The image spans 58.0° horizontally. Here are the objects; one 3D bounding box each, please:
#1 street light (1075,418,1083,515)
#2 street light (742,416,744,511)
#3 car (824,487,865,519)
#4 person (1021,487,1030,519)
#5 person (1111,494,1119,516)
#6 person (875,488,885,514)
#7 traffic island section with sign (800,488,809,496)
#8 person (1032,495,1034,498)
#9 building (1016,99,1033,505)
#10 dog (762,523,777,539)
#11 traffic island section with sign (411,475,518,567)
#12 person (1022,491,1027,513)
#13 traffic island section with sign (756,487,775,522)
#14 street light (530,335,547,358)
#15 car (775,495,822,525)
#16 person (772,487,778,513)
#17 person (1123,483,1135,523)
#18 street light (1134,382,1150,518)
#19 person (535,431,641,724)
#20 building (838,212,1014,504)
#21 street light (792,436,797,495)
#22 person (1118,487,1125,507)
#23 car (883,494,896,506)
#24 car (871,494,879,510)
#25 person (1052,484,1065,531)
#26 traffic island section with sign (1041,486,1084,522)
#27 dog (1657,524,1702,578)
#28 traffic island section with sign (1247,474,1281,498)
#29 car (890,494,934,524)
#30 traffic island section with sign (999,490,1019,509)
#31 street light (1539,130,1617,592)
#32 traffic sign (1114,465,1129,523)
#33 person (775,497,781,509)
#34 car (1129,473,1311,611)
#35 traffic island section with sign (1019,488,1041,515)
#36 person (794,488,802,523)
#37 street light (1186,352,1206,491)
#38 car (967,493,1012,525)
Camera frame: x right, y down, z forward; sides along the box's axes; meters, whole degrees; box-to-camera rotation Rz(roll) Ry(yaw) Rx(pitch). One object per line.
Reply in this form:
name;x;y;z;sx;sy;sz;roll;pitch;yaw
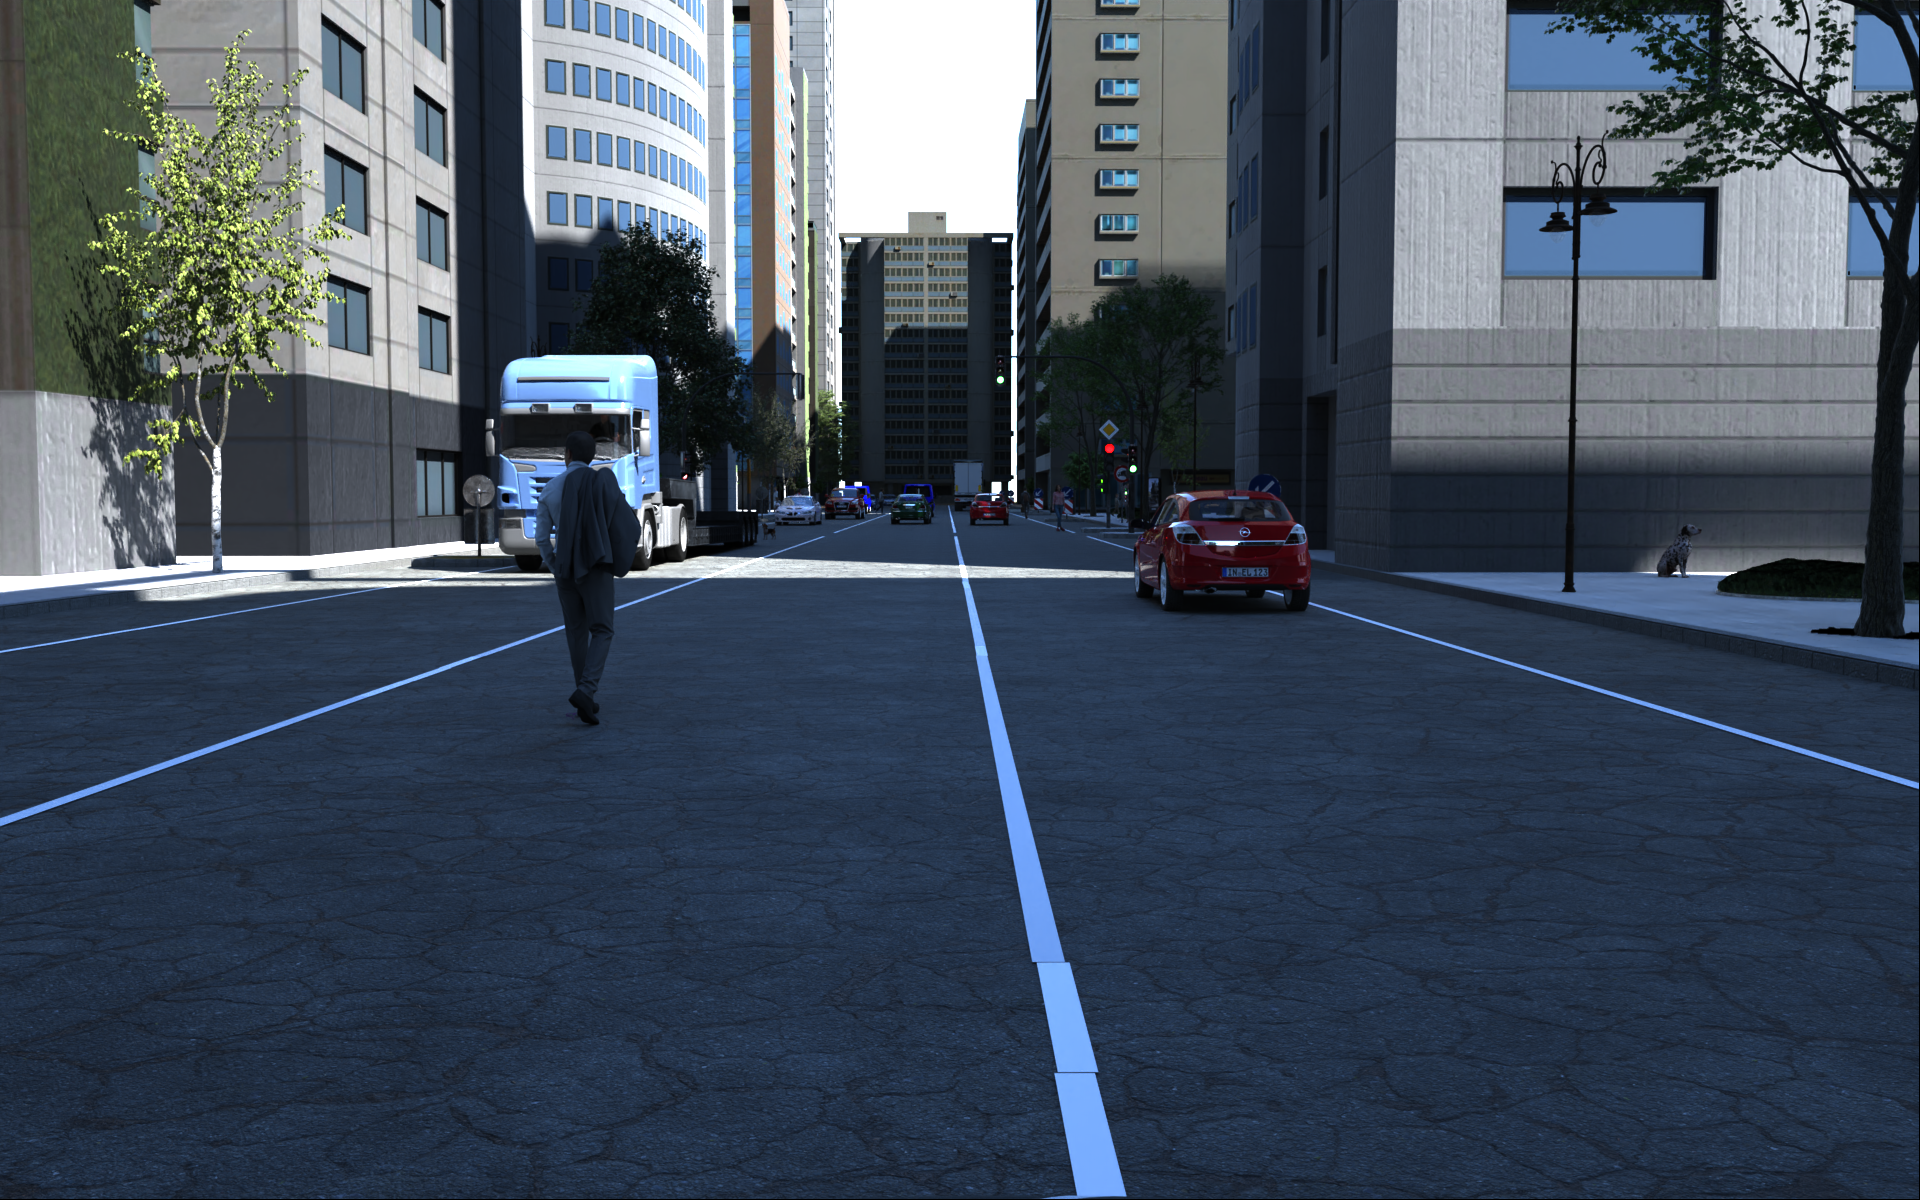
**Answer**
street light;7.296;-8.132;105.747;0.468;5.910;1.993;0;4;0
street light;-12.639;-7.818;100.615;0.468;5.910;1.993;0;4;0
car;-6.587;-5.556;99.514;2.281;1.827;5.304;0;4;1
person;3.831;-5.674;101.232;0.622;1.834;0.822;1;4;20
person;8.981;-5.439;99.243;0.640;1.303;0.475;0;4;0
person;-5.759;-7.125;124.836;0.795;1.843;0.661;0;4;0
traffic island section with sign;-10.422;-6.600;116.536;1.989;1.847;2.006;0;4;0
person;6.956;-9.005;153.995;1.217;1.743;0.721;2;4;26
building;17.879;-35.475;203.717;21.300;48.544;21.600;0;4;0
dog;-6.021;-2.170;54.771;0.406;0.507;0.540;0;4;2
traffic island section with sign;-9.780;-1.606;34.884;1.989;1.847;2.006;0;4;0
person;4.957;-7.584;131.858;0.474;1.900;0.648;1;4;9
traffic island section with sign;-10.212;-4.951;89.581;1.989;1.847;2.006;0;4;0
street light;-12.250;-4.755;50.539;0.468;5.910;1.993;0;4;0
car;-7.518;-4.190;80.871;2.083;1.381;4.827;0;4;1
person;-12.496;-6.822;117.941;0.624;1.780;0.694;-1;4;-12
person;7.589;-4.363;77.645;0.520;1.790;0.573;0;4;-8
street light;7.520;-6.050;71.698;0.468;5.910;1.993;0;4;0
person;-2.347;-0.144;10.962;0.679;1.850;0.850;0;4;2
building;-4.578;-33.591;241.086;23.993;40.220;32.217;0;4;0
street light;-12.924;-9.939;135.290;0.468;5.910;1.993;0;4;0
person;10.930;-6.703;115.987;0.721;1.781;0.623;2;4;33
car;-7.364;-10.276;180.021;2.014;1.417;4.499;0;4;-2
car;-8.187;-8.693;154.130;2.014;1.417;4.499;0;4;1
person;3.793;-3.562;66.747;0.555;1.821;0.388;-2;4;-30
traffic island section with sign;5.403;-4.978;90.018;1.989;1.847;2.006;0;4;0
dog;11.044;-0.761;26.817;0.513;0.831;0.800;0;4;-3
traffic island section with sign;5.856;-1.597;34.741;1.989;1.847;2.006;0;4;0
car;-2.342;-4.397;83.695;2.131;1.459;4.920;0;4;1
traffic island section with sign;4.779;-9.698;167.187;1.989;1.847;2.006;0;4;0
street light;7.981;-3.042;22.521;0.468;5.910;1.993;0;4;0
traffic sign;7.179;-4.680;76.629;0.768;2.556;0.104;0;4;1
person;-11.078;-5.656;105.660;0.332;1.250;0.352;3;5;41
car;3.349;-0.836;22.701;2.155;1.783;4.494;0;4;-1
traffic island section with sign;5.192;-6.679;117.826;1.989;1.847;2.006;0;4;0
person;-8.138;-4.752;87.033;0.563;1.720;0.643;3;4;36
street light;7.672;-5.124;56.569;0.468;5.910;1.993;0;4;0
car;1.371;-4.386;80.751;2.155;1.783;4.494;0;4;1
